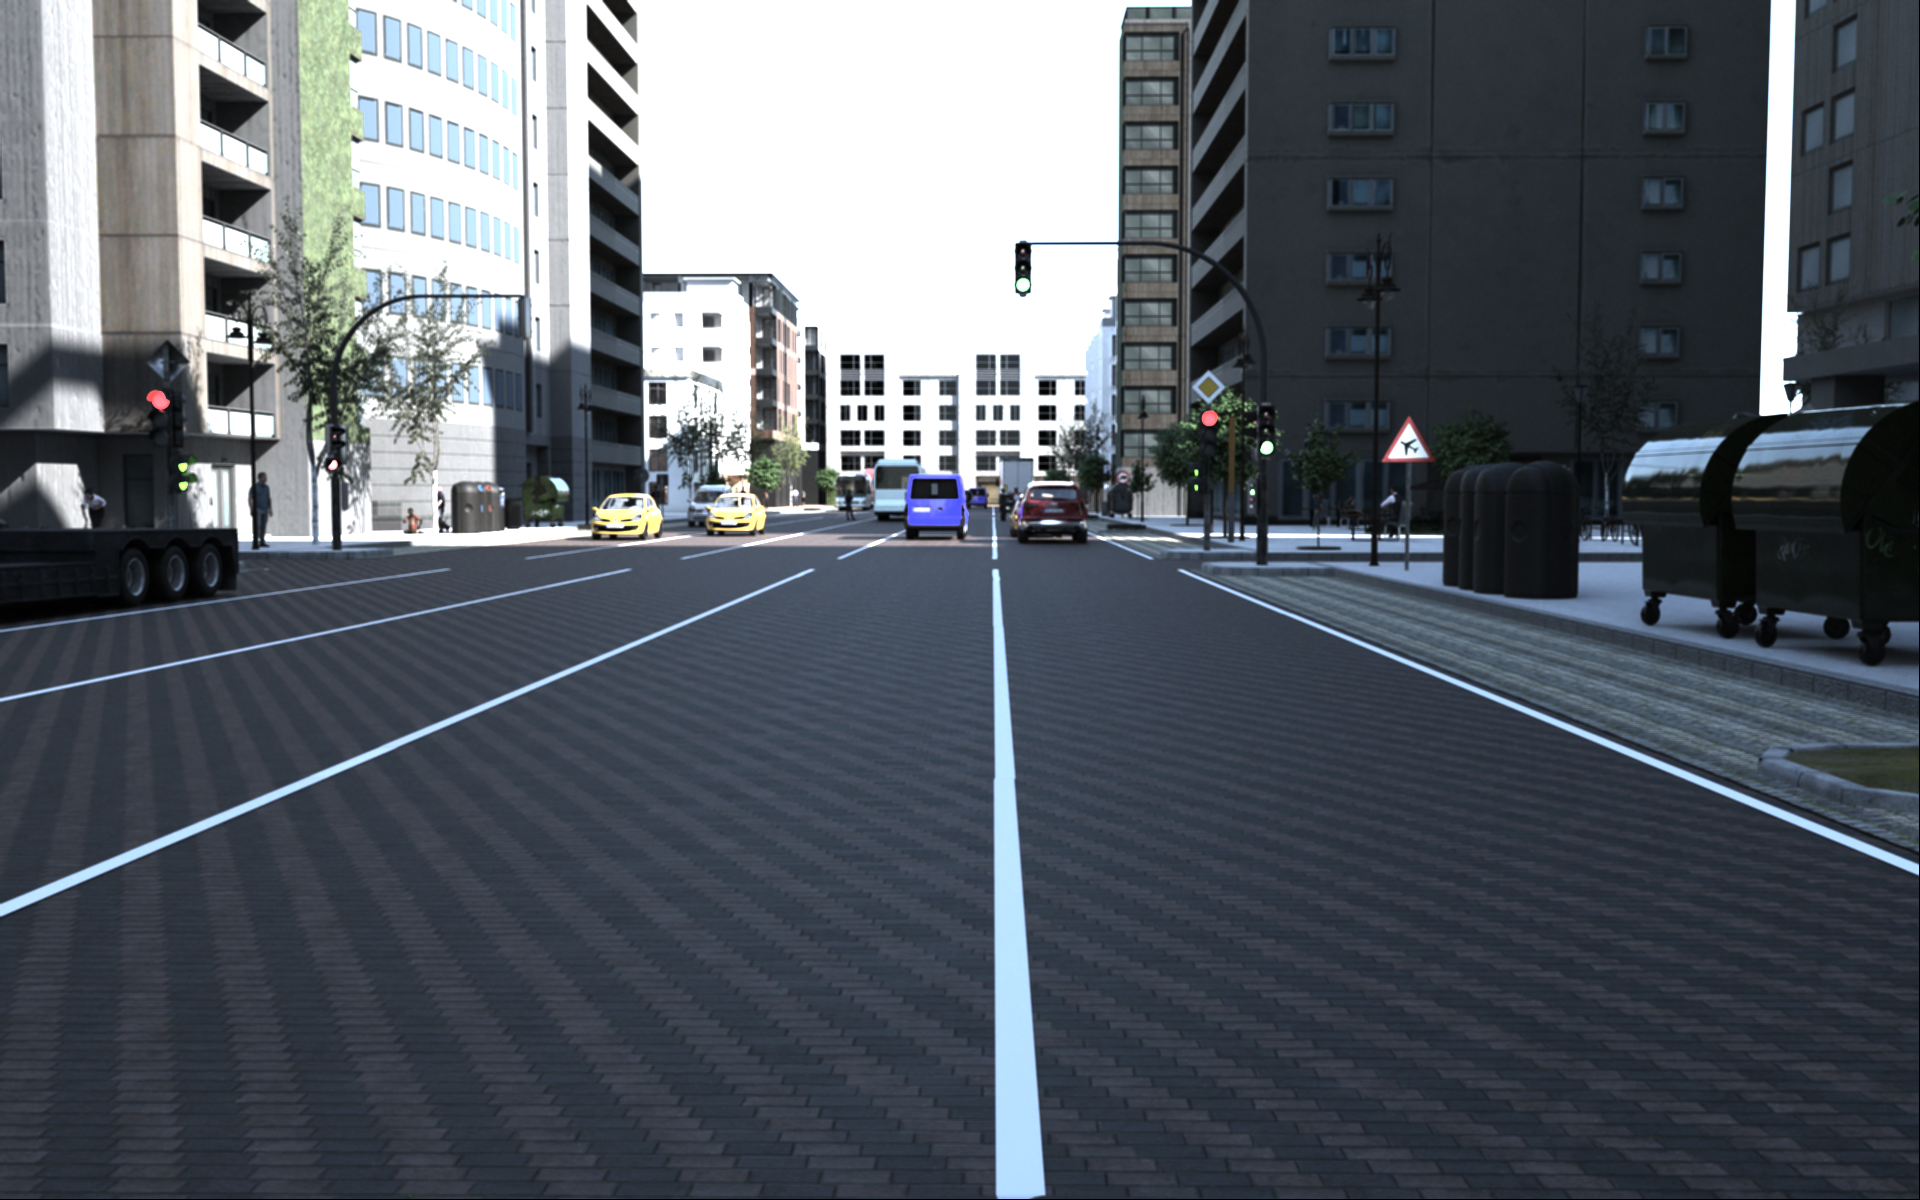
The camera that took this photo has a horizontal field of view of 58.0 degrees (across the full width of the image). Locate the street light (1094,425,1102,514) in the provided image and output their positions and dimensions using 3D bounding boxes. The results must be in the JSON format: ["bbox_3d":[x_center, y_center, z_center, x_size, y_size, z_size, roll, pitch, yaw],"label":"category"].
[{"bbox_3d":[9.024,-8.609,113.540,0.468,5.910,1.993,0,4,1],"label":"street light"}]

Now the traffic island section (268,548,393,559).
[{"bbox_3d":[-14.307,-1.067,39.723,2.009,0.180,2.903,0,4,1],"label":"traffic island section"}]

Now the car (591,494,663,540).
[{"bbox_3d":[-10.613,-2.753,55.230,2.015,1.641,3.980,0,4,0],"label":"car"}]

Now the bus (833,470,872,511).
[{"bbox_3d":[-9.230,-9.571,151.352,2.948,3.499,13.247,0,4,-1],"label":"bus"}]

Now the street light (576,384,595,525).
[{"bbox_3d":[-15.691,-6.113,72.732,0.468,5.910,1.993,0,4,1],"label":"street light"}]

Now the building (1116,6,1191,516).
[{"bbox_3d":[16.586,-20.492,106.738,14.160,30.474,14.107,0,4,1],"label":"building"}]

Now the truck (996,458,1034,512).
[{"bbox_3d":[4.474,-9.258,140.289,2.839,4.237,11.283,0,4,0],"label":"truck"}]

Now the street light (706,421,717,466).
[{"bbox_3d":[-15.080,-8.114,105.451,0.468,5.910,1.993,0,4,1],"label":"street light"}]

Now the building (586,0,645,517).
[{"bbox_3d":[-30.137,-28.797,94.529,21.300,48.544,21.600,0,4,1],"label":"building"}]

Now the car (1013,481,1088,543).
[{"bbox_3d":[2.752,-2.665,52.242,2.281,1.827,5.304,0,4,1],"label":"car"}]

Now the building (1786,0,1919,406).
[{"bbox_3d":[46.334,-28.540,55.871,27.495,52.752,28.713,0,4,1],"label":"building"}]

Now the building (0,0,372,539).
[{"bbox_3d":[-26.279,-22.313,48.410,14.154,41.232,14.086,0,4,1],"label":"building"}]

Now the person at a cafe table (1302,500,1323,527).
[{"bbox_3d":[14.189,-3.458,67.399,1.698,1.238,1.726,1,4,16],"label":"person at a cafe table"}]

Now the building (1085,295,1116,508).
[{"bbox_3d":[20.876,-19.176,169.941,16.016,20.091,11.380,0,4,1],"label":"building"}]

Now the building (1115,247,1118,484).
[{"bbox_3d":[27.036,-18.558,147.396,27.936,21.610,32.646,0,4,1],"label":"building"}]

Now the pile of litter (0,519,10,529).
[{"bbox_3d":[-18.019,-1.115,32.197,1.719,0.858,1.176,0,4,-4],"label":"pile of litter"}]

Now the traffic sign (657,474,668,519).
[{"bbox_3d":[-15.342,-5.333,89.316,0.606,2.300,0.079,0,4,6],"label":"traffic sign"}]

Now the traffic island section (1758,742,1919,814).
[{"bbox_3d":[5.050,0.884,8.411,1.991,0.108,1.994,0,4,1],"label":"traffic island section"}]

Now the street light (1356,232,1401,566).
[{"bbox_3d":[7.418,-3.551,30.844,0.468,5.910,1.993,0,4,1],"label":"street light"}]

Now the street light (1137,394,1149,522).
[{"bbox_3d":[8.460,-6.569,80.186,0.468,5.910,1.993,0,4,1],"label":"street light"}]

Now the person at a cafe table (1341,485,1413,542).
[{"bbox_3d":[11.624,-2.377,47.374,1.698,1.524,1.622,-2,4,-33],"label":"person at a cafe table"}]

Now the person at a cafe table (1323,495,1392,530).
[{"bbox_3d":[14.433,-3.157,62.470,1.698,1.238,1.726,-2,4,-35],"label":"person at a cafe table"}]

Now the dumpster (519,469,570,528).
[{"bbox_3d":[-15.905,-3.901,66.277,1.502,2.255,1.985,0,4,1],"label":"dumpster"}]

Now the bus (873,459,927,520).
[{"bbox_3d":[-3.252,-6.269,97.351,2.948,3.499,13.247,0,4,0],"label":"bus"}]

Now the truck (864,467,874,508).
[{"bbox_3d":[-8.639,-11.729,180.690,2.839,4.237,11.283,0,4,0],"label":"truck"}]

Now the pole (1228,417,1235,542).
[{"bbox_3d":[7.211,-3.188,45.974,0.158,3.312,0.155,0,3,0],"label":"pole"}]

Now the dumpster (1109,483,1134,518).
[{"bbox_3d":[8.732,-5.374,93.626,1.264,1.857,1.865,0,4,1],"label":"dumpster"}]

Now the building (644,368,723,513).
[{"bbox_3d":[-22.294,-11.474,129.747,9.099,9.664,28.070,0,4,1],"label":"building"}]

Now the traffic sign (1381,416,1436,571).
[{"bbox_3d":[7.490,-1.771,28.966,0.884,2.594,0.081,1,4,10],"label":"traffic sign"}]

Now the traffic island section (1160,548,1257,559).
[{"bbox_3d":[5.630,-1.044,39.343,2.009,0.180,2.903,0,4,1],"label":"traffic island section"}]

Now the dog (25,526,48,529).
[{"bbox_3d":[-22.461,-1.547,42.120,0.540,0.507,0.406,-1,4,-21],"label":"dog"}]

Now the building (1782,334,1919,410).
[{"bbox_3d":[26.402,-19.766,15.055,32.217,40.220,23.993,0,4,1],"label":"building"}]

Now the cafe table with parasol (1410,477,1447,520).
[{"bbox_3d":[19.211,-3.940,69.287,2.610,1.966,2.610,1,4,19],"label":"cafe table with parasol"}]

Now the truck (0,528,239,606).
[{"bbox_3d":[-11.719,-1.563,15.317,2.967,4.110,18.799,0,4,1],"label":"truck"}]

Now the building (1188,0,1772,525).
[{"bbox_3d":[22.560,-27.924,80.264,21.300,48.544,21.600,0,4,1],"label":"building"}]

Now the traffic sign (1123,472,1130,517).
[{"bbox_3d":[8.955,-5.814,95.168,0.768,2.556,0.104,0,4,6],"label":"traffic sign"}]

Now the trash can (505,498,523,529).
[{"bbox_3d":[-16.256,-3.139,62.976,0.748,1.137,0.748,0,3,0],"label":"trash can"}]

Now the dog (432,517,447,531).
[{"bbox_3d":[-17.785,-2.591,59.191,0.406,0.507,0.540,0,4,-1],"label":"dog"}]

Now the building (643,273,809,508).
[{"bbox_3d":[-33.321,-20.201,174.263,32.646,21.610,27.936,0,4,1],"label":"building"}]

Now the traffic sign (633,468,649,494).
[{"bbox_3d":[-15.315,-5.081,83.187,0.768,2.556,0.104,0,4,5],"label":"traffic sign"}]

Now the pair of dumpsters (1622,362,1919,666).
[{"bbox_3d":[7.255,-0.757,14.867,1.574,2.255,4.437,0,4,1],"label":"pair of dumpsters"}]

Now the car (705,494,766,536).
[{"bbox_3d":[-7.823,-3.081,60.597,2.015,1.641,3.980,0,4,0],"label":"car"}]

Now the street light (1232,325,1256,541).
[{"bbox_3d":[7.771,-4.571,47.528,0.468,5.910,1.993,0,4,1],"label":"street light"}]

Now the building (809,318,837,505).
[{"bbox_3d":[-32.528,-22.737,215.730,32.646,21.610,27.936,0,4,1],"label":"building"}]

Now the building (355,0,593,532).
[{"bbox_3d":[-28.721,-32.246,69.225,21.231,58.520,28.212,0,4,1],"label":"building"}]

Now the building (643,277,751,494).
[{"bbox_3d":[-26.248,-17.915,149.322,16.016,20.091,11.380,0,4,1],"label":"building"}]

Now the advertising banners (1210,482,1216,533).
[{"bbox_3d":[8.190,-3.690,56.515,0.090,3.025,2.074,1,4,17],"label":"advertising banners"}]

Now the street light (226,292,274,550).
[{"bbox_3d":[-16.291,-4.103,39.869,0.468,5.910,1.993,0,4,1],"label":"street light"}]

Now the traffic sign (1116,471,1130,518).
[{"bbox_3d":[8.895,-5.783,94.650,0.768,2.556,0.104,1,4,8],"label":"traffic sign"}]

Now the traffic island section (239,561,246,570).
[{"bbox_3d":[-14.458,-0.578,31.739,2.009,0.180,2.903,0,4,1],"label":"traffic island section"}]

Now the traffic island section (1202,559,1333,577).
[{"bbox_3d":[5.479,-0.555,31.359,2.009,0.180,2.903,0,4,1],"label":"traffic island section"}]

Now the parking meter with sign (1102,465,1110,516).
[{"bbox_3d":[8.569,-6.435,101.472,0.543,3.016,1.738,1,4,9],"label":"parking meter with sign"}]

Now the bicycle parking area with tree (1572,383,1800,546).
[{"bbox_3d":[18.934,-3.569,45.352,8.231,4.147,9.016,1,4,23],"label":"bicycle parking area with tree"}]

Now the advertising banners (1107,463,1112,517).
[{"bbox_3d":[8.369,-6.173,97.112,0.090,3.025,2.074,0,4,-1],"label":"advertising banners"}]

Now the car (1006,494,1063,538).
[{"bbox_3d":[2.555,-2.948,58.427,2.015,1.641,3.980,0,4,0],"label":"car"}]
